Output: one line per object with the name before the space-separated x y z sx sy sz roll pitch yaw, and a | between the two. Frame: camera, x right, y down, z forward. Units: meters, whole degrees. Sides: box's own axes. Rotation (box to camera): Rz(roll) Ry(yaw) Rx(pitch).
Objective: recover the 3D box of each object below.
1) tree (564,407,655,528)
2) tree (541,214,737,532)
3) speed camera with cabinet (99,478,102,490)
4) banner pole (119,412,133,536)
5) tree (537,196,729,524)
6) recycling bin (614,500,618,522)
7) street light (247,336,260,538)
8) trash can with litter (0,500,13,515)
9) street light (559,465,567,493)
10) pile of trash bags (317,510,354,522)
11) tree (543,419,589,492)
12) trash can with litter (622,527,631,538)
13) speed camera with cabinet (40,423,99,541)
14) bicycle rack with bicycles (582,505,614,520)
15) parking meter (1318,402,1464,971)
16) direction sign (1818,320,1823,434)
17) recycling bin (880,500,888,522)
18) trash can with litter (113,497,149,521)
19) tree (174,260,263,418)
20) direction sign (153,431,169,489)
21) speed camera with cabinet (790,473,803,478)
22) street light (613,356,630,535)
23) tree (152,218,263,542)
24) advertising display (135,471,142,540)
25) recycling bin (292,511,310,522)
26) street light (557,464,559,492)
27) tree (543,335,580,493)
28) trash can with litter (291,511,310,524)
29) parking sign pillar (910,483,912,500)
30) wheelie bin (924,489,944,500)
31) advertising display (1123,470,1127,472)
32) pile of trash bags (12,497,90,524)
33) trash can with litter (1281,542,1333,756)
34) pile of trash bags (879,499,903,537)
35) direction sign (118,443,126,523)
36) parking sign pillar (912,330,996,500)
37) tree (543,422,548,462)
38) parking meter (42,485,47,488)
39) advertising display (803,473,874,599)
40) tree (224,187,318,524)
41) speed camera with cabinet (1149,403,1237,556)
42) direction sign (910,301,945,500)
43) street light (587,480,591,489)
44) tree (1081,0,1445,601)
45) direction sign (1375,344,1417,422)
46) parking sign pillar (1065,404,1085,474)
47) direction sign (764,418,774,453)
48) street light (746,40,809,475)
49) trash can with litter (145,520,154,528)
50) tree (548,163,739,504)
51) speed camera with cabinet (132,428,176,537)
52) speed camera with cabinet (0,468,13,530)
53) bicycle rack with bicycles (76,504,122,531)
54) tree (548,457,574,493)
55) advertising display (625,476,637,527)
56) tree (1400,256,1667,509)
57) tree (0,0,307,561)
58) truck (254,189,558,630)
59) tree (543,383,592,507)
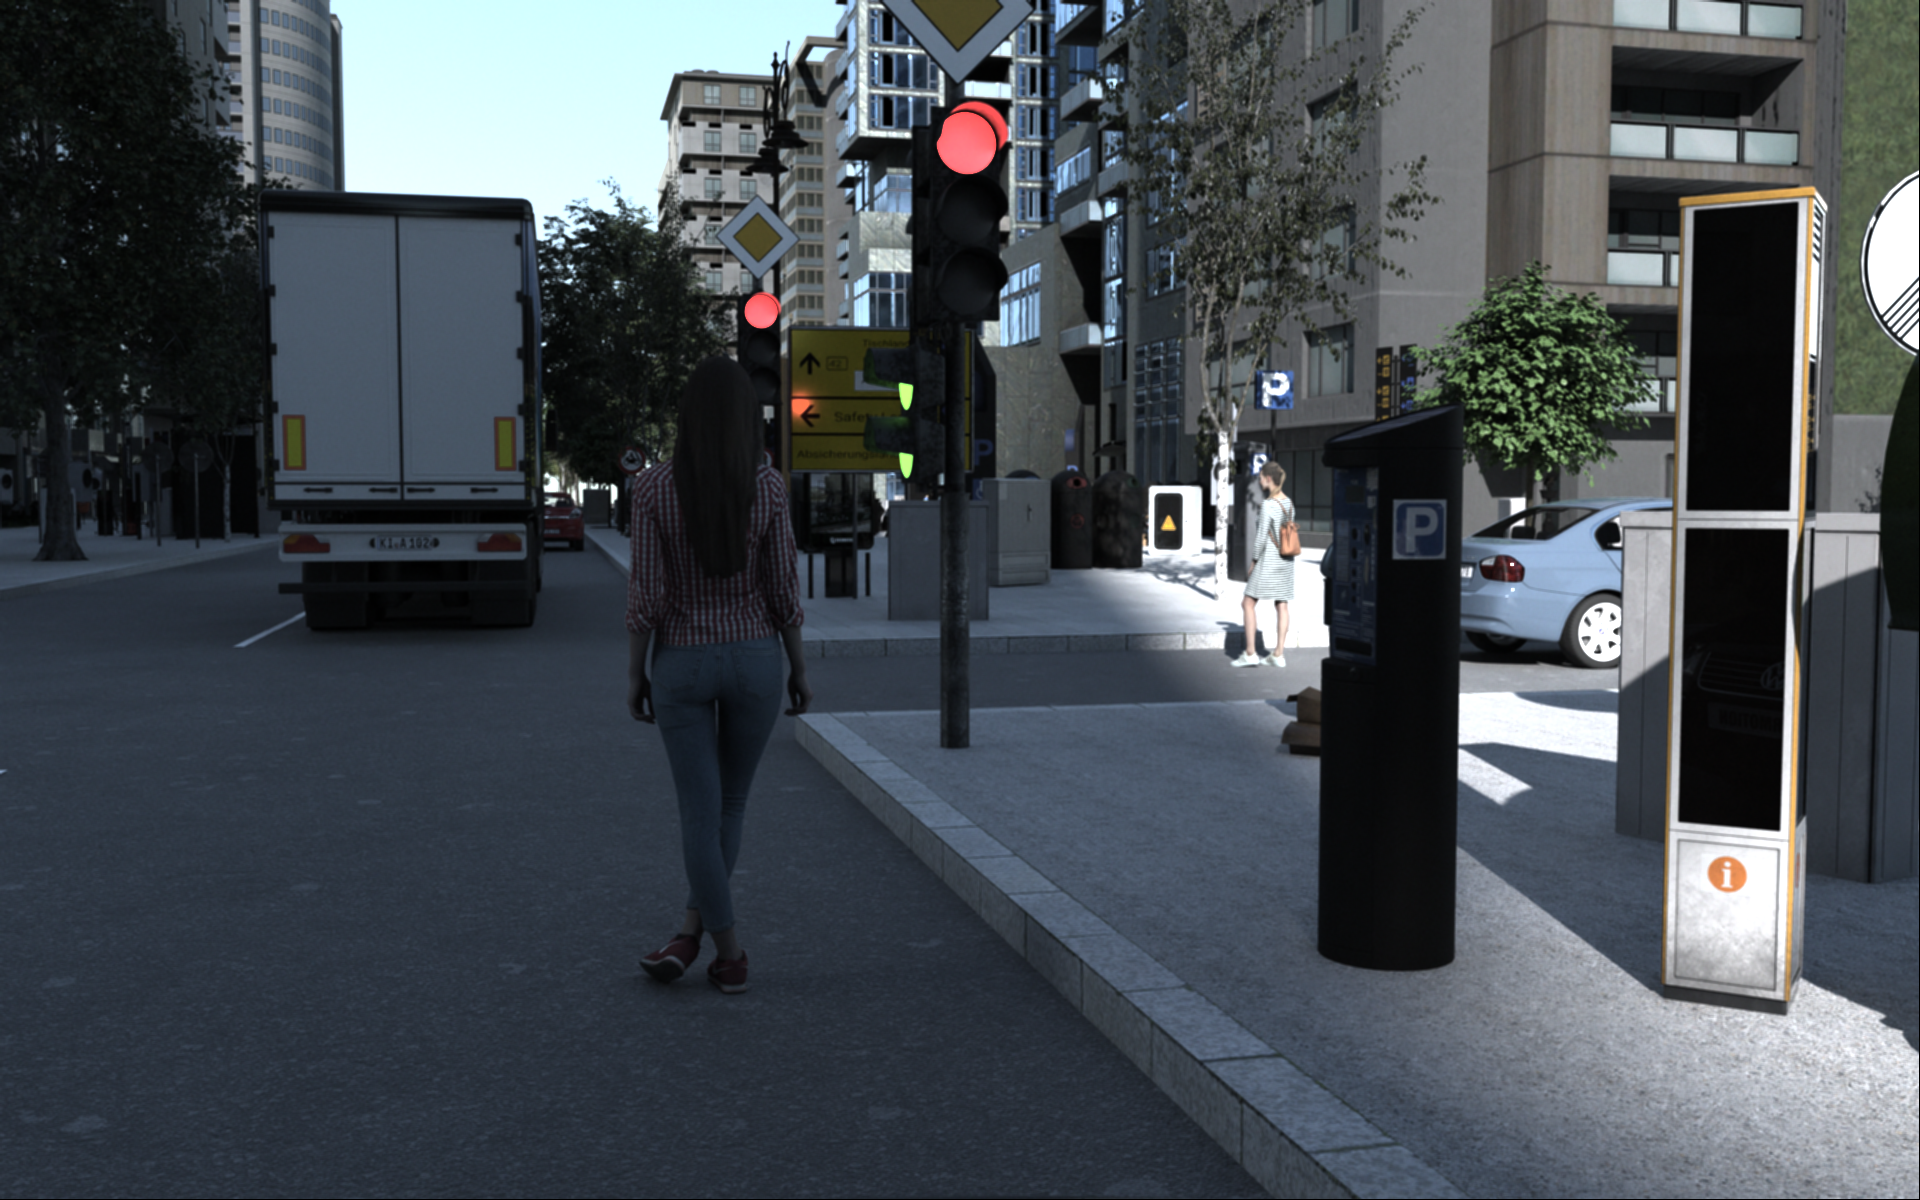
tree | -13.266 -5.010 65.634 4.285 4.588 4.351 0 3 0
tree | -11.526 -7.594 58.578 8.767 10.594 7.601 -1 4 -14
speed camera with cabinet | -39.166 -5.035 76.659 2.038 3.252 0.660 -3 5 -45
banner pole | -25.430 -3.844 52.873 0.401 3.779 0.863 -3 5 -44
tree | -14.433 -10.258 74.380 9.857 13.997 8.962 0 3 0
recycling bin | -15.323 -4.064 79.007 0.722 1.027 0.722 -2 4 -31
street light | -20.603 -4.757 50.571 0.468 5.910 1.993 -1 4 -14
trash can with litter | -39.183 -3.668 71.353 1.055 1.170 0.624 3 4 39
street light | -39.574 -12.270 173.396 0.468 5.910 1.993 -1 4 -14
pile of trash bags | -27.981 -4.177 78.046 1.912 1.369 3.447 -1 4 -21
tree | -52.628 -19.041 228.319 9.611 12.733 9.660 0 3 0
trash can with litter | -9.446 -2.443 51.322 1.055 1.170 0.624 -2 4 -32
speed camera with cabinet | -24.714 -3.275 47.881 0.660 3.252 2.038 0 4 -3
bicycle rack with bicycles | -17.013 -4.336 84.281 2.925 0.926 2.852 -3 4 -37
parking meter | 1.188 0.221 4.790 0.372 1.533 0.369 0 3 0
direction sign | 10.806 -1.864 22.472 0.876 3.537 0.379 -1 4 -21
recycling bin | -2.810 -3.552 70.627 0.722 1.027 0.722 -2 4 -28
trash can with litter | -39.218 -4.321 81.714 2.233 1.210 1.678 2 4 23
tree | -23.715 -7.709 60.453 7.601 10.594 8.767 0 4 -7
direction sign | -28.911 -4.327 62.749 0.876 3.537 0.379 2 4 32
speed camera with cabinet | -5.993 -4.275 64.240 0.660 3.252 2.038 0 4 2
street light | -10.481 -4.948 53.688 0.468 5.910 1.993 -1 4 -14
tree | -19.482 -5.845 45.932 4.360 8.622 3.978 0 3 0
advertising display | -23.238 -2.677 48.983 0.123 1.923 0.974 -2 4 -26
recycling bin | -30.664 -4.177 80.842 0.722 1.027 0.722 0 4 8
street light | -48.308 -14.457 209.151 0.468 5.910 1.993 -1 4 -14
tree | -43.849 -20.833 196.513 12.611 20.169 13.585 0 3 0
trash can with litter | -28.345 -3.895 74.736 1.678 1.210 2.233 0 4 -3
parking sign pillar | -1.411 -4.579 63.333 1.447 3.967 1.447 3 5 39
wheelie bin | -0.725 -3.052 57.807 0.980 1.594 0.693 0 4 -1
advertising display | 4.479 -2.586 47.490 0.123 1.923 0.974 1 4 10
pile of trash bags | -38.762 -3.897 73.461 3.447 1.369 1.912 -2 4 -25
trash can with litter | 2.060 0.163 8.724 0.624 1.170 1.055 2 4 34
pile of trash bags | -0.613 -2.550 51.445 3.447 1.369 1.912 3 5 40
direction sign | -37.545 -5.243 77.712 0.379 3.537 0.876 0 4 -6
parking sign pillar | 0.180 -2.361 27.070 1.447 3.967 1.447 -1 4 -16
tree | -27.801 -10.611 123.857 4.360 8.622 3.978 0 3 0
parking meter | -25.852 -2.494 49.186 0.372 1.533 0.369 0 3 0
advertising display | -1.500 -0.996 21.503 0.974 1.923 0.123 -3 4 -37
tree | -26.602 -9.795 70.512 12.009 13.543 11.850 0 3 0
speed camera with cabinet | 4.942 -2.534 35.768 2.038 3.252 0.660 2 4 29
direction sign | -0.287 -1.704 19.862 0.379 3.537 0.876 -3 5 -41
street light | -19.729 -7.270 91.655 0.468 5.910 1.993 -1 4 -14
tree | 3.375 -4.303 20.723 4.360 8.622 3.978 0 3 0
direction sign | 6.677 -2.117 26.610 0.379 3.537 0.876 -2 4 -28
parking sign pillar | 3.415 -3.851 51.441 1.447 3.967 1.447 1 4 11
direction sign | -5.730 -3.664 51.899 0.379 3.537 0.876 -3 4 -37
street light | -1.928 -2.782 18.274 0.468 5.910 1.993 -1 4 -14
trash can with litter | -30.460 -3.331 65.855 1.055 1.170 0.624 0 4 0
tree | -6.995 -5.433 39.189 4.360 8.622 3.978 0 3 0
speed camera with cabinet | -24.175 -3.547 52.335 0.660 3.252 2.038 0 4 6
speed camera with cabinet | -34.363 -4.087 61.160 0.660 3.252 2.038 0 4 7
bicycle rack with bicycles | -30.672 -2.910 60.965 2.852 0.926 2.925 -1 4 -15
tree | -49.847 -16.299 216.850 4.737 8.622 4.395 0 3 0
advertising display | -11.858 -3.534 62.993 0.974 1.923 0.123 -1 4 -12
tree | 7.911 -2.452 23.810 4.285 4.588 4.351 0 3 0
tree | -17.503 -7.109 33.240 9.611 12.733 9.660 0 3 0
truck | -6.487 -2.002 21.644 2.839 4.237 11.283 -1 4 -13
tree | -31.557 -13.224 141.969 9.928 11.665 9.643 0 3 0
